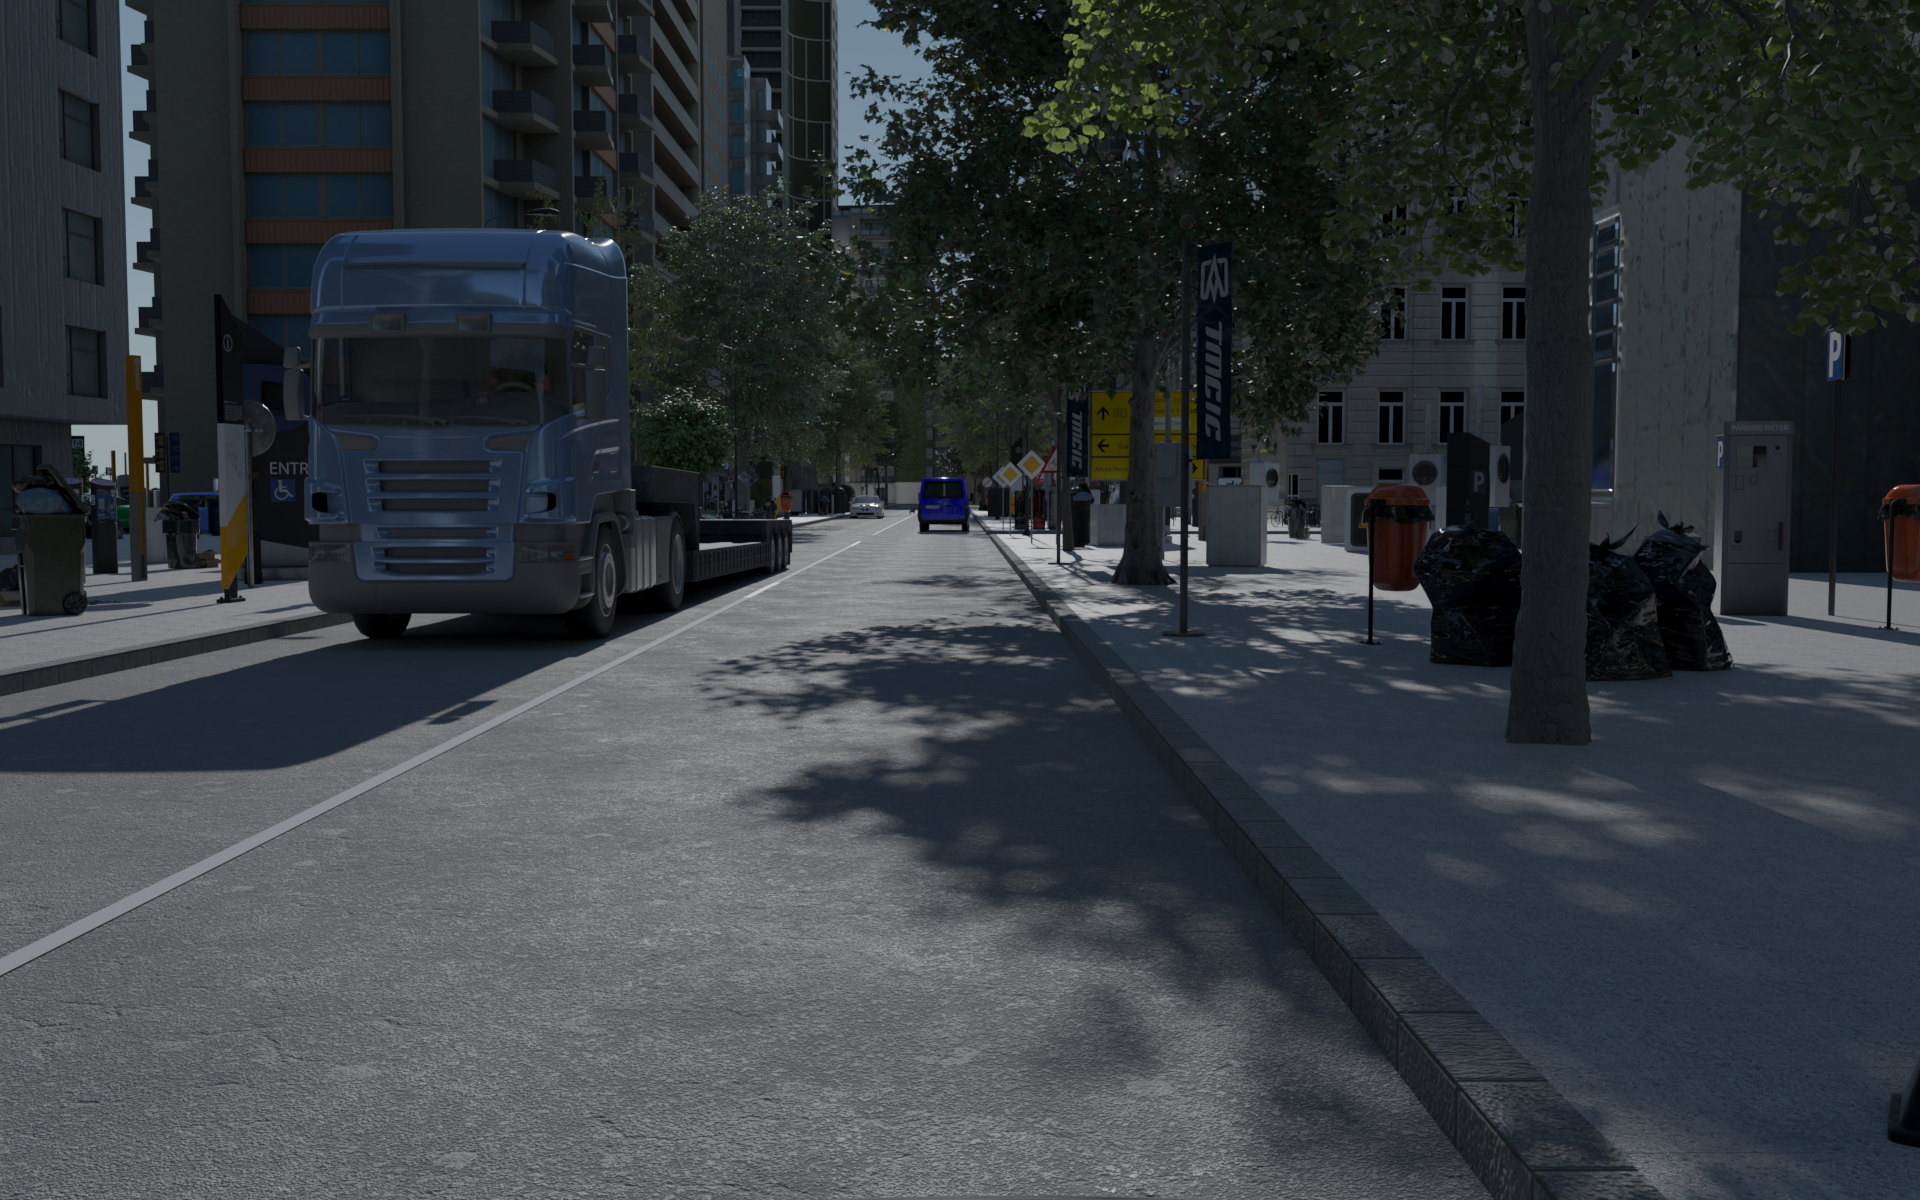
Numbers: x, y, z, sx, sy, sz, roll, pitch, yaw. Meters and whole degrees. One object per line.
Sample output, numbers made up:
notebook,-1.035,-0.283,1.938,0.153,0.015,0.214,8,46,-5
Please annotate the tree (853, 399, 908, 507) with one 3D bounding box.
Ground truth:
tree,-8.441,-15.365,176.966,9.928,11.665,9.643,0,3,0

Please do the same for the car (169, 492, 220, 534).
car,-23.963,-2.853,56.235,3.694,1.707,1.945,0,4,0

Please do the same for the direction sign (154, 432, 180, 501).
direction sign,-29.131,-4.386,63.713,0.876,3.537,0.379,0,4,-7

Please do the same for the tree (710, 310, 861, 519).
tree,-8.533,-9.177,84.464,8.767,10.594,7.601,0,4,1

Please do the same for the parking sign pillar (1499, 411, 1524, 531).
parking sign pillar,14.854,-3.484,45.438,1.447,3.967,1.447,1,4,11

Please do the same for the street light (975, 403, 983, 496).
street light,1.348,-6.987,86.775,1.470,5.913,1.316,0,4,0

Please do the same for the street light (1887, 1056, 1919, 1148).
street light,1.484,-1.881,3.301,1.470,5.913,1.316,0,4,0

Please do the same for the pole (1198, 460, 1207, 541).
pole,6.676,-3.290,47.638,0.158,3.312,0.155,0,3,0

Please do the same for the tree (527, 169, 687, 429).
tree,-8.555,-5.494,40.186,4.737,8.622,4.395,0,3,0

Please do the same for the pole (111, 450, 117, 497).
pole,-39.496,-5.323,80.866,0.158,3.312,0.155,0,3,0

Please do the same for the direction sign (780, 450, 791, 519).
direction sign,-8.974,-5.943,89.164,0.876,3.537,0.379,3,5,44

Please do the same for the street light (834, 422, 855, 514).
street light,-7.429,-8.506,111.606,1.470,5.913,1.316,0,4,0

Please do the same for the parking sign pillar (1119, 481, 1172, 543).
parking sign pillar,4.870,-3.491,45.549,1.447,3.967,1.447,-1,4,-17

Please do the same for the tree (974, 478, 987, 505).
tree,2.453,-12.857,204.809,1.663,3.219,1.824,0,3,0

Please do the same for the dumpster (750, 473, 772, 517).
dumpster,-9.066,-4.698,79.305,1.502,2.255,1.985,0,4,0

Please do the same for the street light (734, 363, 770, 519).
street light,-7.411,-5.436,61.421,1.470,5.913,1.316,0,4,0

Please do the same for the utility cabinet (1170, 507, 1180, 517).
utility cabinet,11.851,-5.252,97.026,1.020,1.237,0.306,0,4,1

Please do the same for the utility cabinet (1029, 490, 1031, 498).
utility cabinet,4.144,-5.779,103.168,1.173,1.500,0.318,2,4,31

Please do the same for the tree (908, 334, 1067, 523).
tree,2.656,-9.250,76.994,9.928,11.665,9.643,0,3,0

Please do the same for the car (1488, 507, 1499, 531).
car,16.921,-2.819,58.090,4.499,1.417,2.014,0,4,1

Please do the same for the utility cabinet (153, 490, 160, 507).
utility cabinet,-45.374,-5.513,98.810,0.318,1.500,1.173,2,4,31

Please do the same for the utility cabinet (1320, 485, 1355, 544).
utility cabinet,9.704,-2.180,44.329,0.318,1.500,1.173,3,5,44

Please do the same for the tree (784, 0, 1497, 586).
tree,2.598,-6.562,24.299,9.611,12.733,9.660,0,3,0

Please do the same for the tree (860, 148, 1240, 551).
tree,2.463,-6.393,38.938,8.767,10.594,7.601,0,4,1

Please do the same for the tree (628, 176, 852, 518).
tree,-8.845,-9.954,69.399,9.857,13.997,8.962,0,3,0

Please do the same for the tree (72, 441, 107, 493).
tree,-32.130,-4.213,63.490,1.663,3.219,1.824,0,3,0

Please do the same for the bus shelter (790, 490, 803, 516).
bus shelter,-10.054,-6.766,104.541,2.014,3.302,5.546,0,4,0

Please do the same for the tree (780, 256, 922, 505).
tree,-7.944,-17.116,135.737,12.611,20.169,13.585,0,3,0

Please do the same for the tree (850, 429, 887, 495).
tree,-8.487,-13.380,169.119,4.360,8.622,3.978,0,3,0

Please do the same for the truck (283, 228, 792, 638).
truck,-4.594,-2.103,24.137,2.967,4.110,18.799,0,4,1

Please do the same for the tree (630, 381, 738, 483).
tree,-8.173,-4.095,50.661,4.285,4.588,4.351,0,3,0

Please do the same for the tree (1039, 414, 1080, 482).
tree,8.065,-11.066,131.295,4.737,8.622,4.395,0,3,0

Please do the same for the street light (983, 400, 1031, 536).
street light,1.531,-4.936,53.242,1.470,5.913,1.316,0,4,0

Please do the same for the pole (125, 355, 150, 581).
pole,-12.134,-1.937,25.516,0.158,3.312,0.155,0,3,0

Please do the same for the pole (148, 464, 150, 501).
pole,-47.787,-6.608,101.889,0.158,3.312,0.155,0,3,0

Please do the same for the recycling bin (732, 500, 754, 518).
recycling bin,-9.036,-3.651,72.251,0.722,1.027,0.722,-2,4,-31

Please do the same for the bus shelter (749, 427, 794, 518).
bus shelter,-10.699,-7.226,95.785,2.179,5.291,8.768,0,3,0

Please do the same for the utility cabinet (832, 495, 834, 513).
utility cabinet,-8.517,-6.478,117.072,0.306,1.237,1.020,2,4,29

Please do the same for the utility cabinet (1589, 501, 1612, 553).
utility cabinet,5.794,-0.312,16.271,0.306,1.237,1.020,3,5,40

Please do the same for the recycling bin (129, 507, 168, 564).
recycling bin,-15.033,-1.213,32.391,0.722,1.027,0.722,3,5,45

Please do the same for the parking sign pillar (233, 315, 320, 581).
parking sign pillar,-10.272,-2.308,26.206,1.447,3.967,1.447,-2,4,-23

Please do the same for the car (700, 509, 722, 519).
car,-10.411,-2.840,58.236,4.920,1.459,2.131,0,4,0

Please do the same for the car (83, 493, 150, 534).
car,-29.257,-2.964,57.263,4.718,1.807,1.959,0,4,0

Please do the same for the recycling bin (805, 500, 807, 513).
recycling bin,-11.088,-6.687,121.881,0.722,1.027,0.722,-3,4,-37

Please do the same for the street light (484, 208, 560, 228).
street light,-7.203,-3.409,28.284,1.470,5.913,1.316,0,4,0

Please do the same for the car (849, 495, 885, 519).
car,-5.462,-5.482,101.989,2.083,1.381,4.827,0,4,0

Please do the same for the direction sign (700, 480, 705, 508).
direction sign,-16.219,-7.161,109.075,0.379,3.537,0.876,1,4,17

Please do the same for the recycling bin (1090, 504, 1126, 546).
recycling bin,3.657,-1.851,42.814,0.722,1.027,0.722,-1,4,-13

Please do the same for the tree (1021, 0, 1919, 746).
tree,2.867,-5.562,9.060,7.486,12.596,7.792,0,3,0

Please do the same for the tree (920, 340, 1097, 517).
tree,2.997,-11.311,95.301,12.009,13.543,11.850,0,3,0

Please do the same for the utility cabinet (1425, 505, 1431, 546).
utility cabinet,10.953,-1.810,40.754,1.020,1.237,0.306,3,5,43
